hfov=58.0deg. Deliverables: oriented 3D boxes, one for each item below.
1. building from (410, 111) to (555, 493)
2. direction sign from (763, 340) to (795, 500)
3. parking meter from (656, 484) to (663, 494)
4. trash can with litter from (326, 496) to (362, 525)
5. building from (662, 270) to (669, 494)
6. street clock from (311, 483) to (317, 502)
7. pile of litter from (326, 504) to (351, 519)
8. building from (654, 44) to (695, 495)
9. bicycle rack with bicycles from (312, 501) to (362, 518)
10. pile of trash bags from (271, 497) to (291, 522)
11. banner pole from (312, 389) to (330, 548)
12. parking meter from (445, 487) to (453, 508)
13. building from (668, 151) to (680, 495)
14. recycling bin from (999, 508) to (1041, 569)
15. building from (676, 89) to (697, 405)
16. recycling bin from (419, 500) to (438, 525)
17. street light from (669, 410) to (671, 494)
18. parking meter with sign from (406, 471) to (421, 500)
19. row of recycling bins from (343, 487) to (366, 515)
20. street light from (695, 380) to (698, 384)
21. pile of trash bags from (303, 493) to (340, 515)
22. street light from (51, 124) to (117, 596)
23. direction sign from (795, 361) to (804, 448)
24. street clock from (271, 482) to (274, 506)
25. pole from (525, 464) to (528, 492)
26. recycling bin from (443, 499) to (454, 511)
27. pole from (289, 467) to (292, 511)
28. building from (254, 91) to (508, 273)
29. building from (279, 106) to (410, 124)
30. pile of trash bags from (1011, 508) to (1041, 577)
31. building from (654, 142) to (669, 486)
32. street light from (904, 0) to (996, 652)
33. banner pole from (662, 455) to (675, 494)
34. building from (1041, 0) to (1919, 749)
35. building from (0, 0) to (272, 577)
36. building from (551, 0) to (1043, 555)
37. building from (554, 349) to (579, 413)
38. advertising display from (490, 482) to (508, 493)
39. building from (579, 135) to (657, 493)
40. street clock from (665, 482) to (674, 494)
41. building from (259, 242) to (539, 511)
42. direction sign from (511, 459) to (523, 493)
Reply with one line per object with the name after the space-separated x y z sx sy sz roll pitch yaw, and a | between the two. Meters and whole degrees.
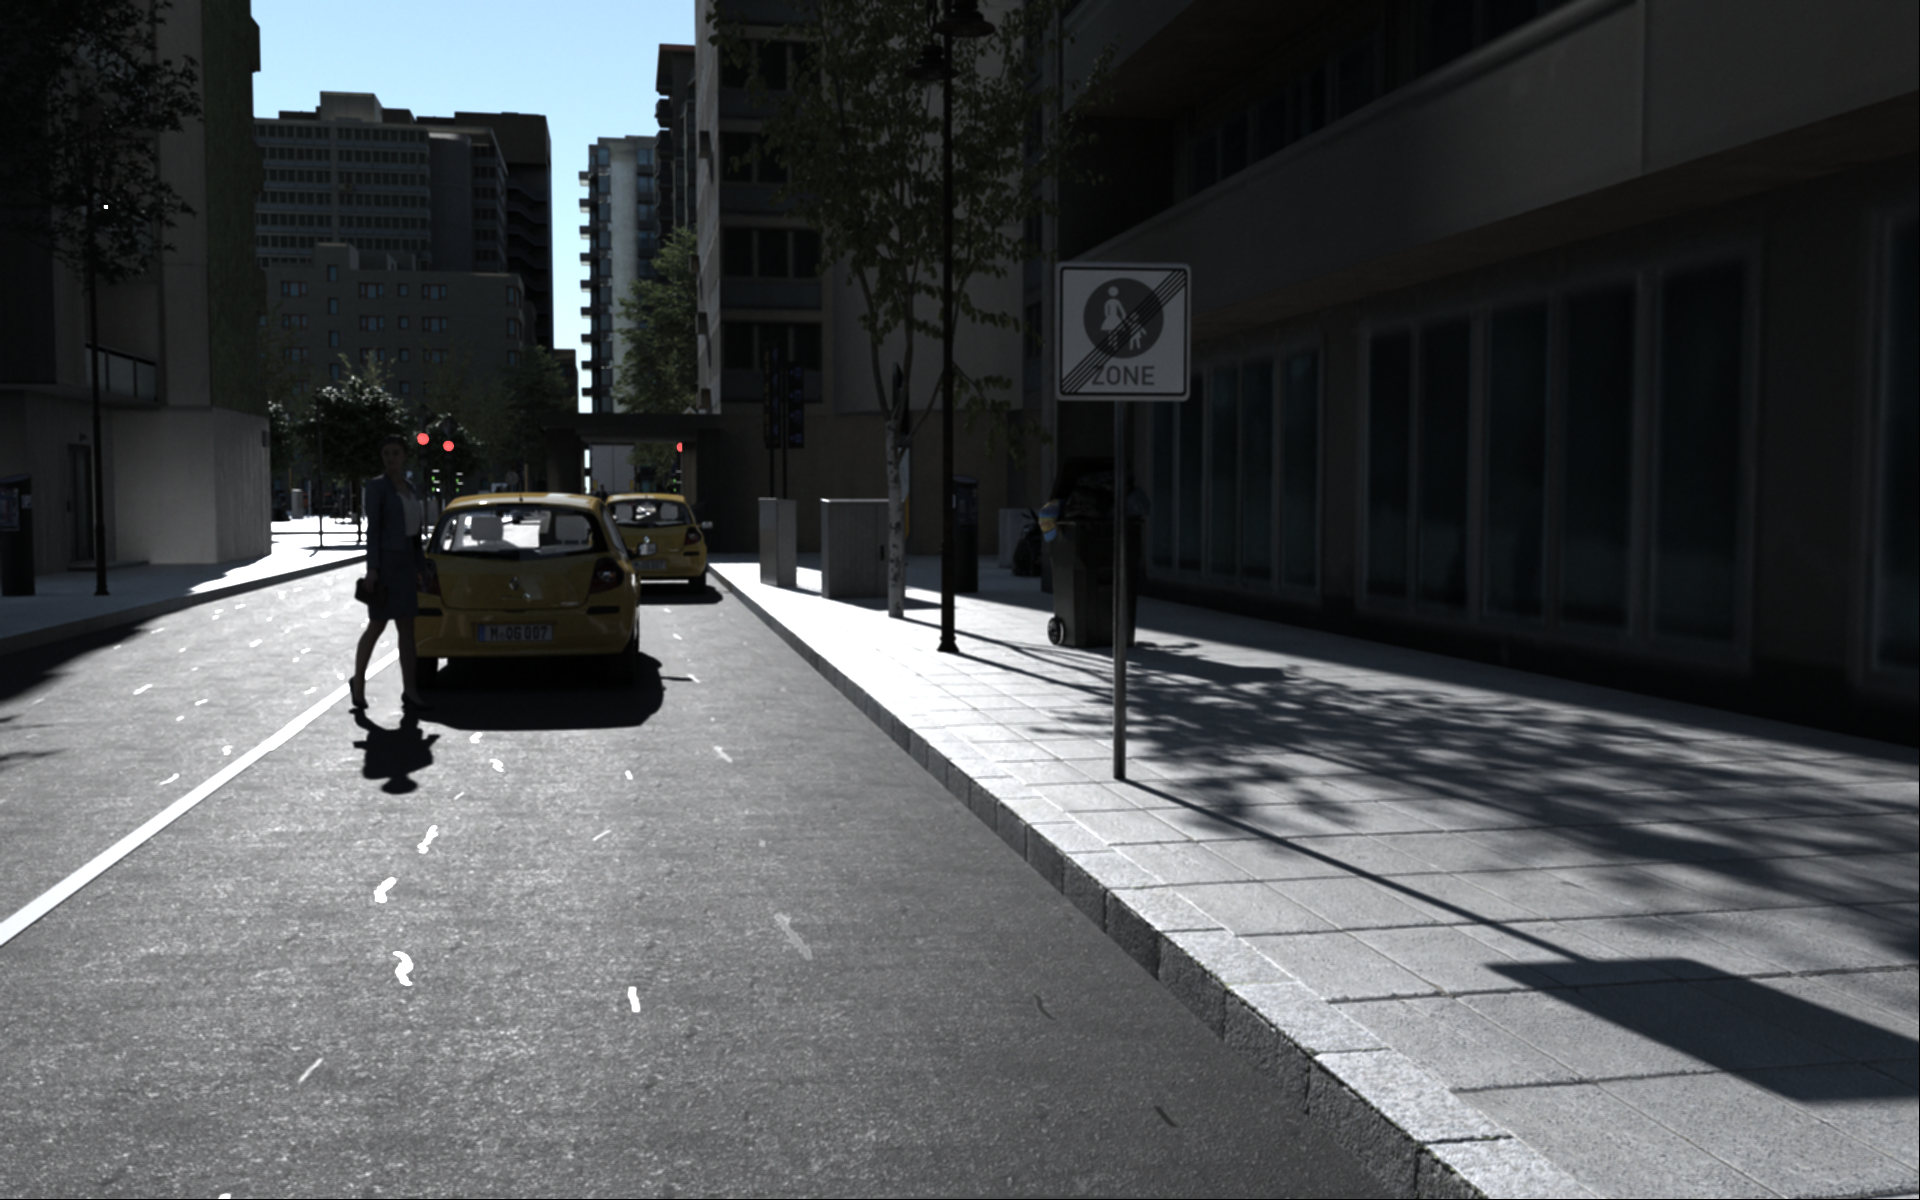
-54.389 -33.603 199.522 14.200 45.320 14.600 -1 4 -11 | building
-2.820 -2.078 25.971 0.379 3.537 0.876 -1 4 -20 | direction sign
-17.990 -5.990 103.639 0.255 1.863 0.399 3 5 40 | parking meter
-25.963 -3.766 72.624 1.678 1.210 2.233 -1 4 -20 | trash can with litter
-25.803 -25.651 191.101 14.160 30.474 14.107 -1 4 -11 | building
-43.315 -6.815 116.000 0.471 2.002 0.358 0 4 5 | street clock
-32.018 -4.652 90.027 1.719 0.858 1.176 -1 4 -17 | pile of litter
-18.518 -31.535 170.229 22.147 44.769 28.867 -1 4 -11 | building
-33.249 -4.875 93.087 2.852 0.926 2.925 2 4 32 | bicycle rack with bicycles
-32.663 -4.312 80.258 3.447 1.369 1.912 2 4 32 | pile of trash bags
-15.205 -3.129 41.179 0.401 3.779 0.863 -2 4 -25 | banner pole
-22.052 -4.222 74.733 0.255 1.863 0.399 0 4 3 | parking meter
-17.422 -23.055 148.653 14.160 30.474 14.107 -1 4 -11 | building
1.098 -1.072 30.075 0.722 1.027 0.722 -1 4 -12 | recycling bin
-13.257 -21.804 128.191 14.160 30.474 14.107 -1 4 -11 | building
-21.899 -3.575 71.013 0.722 1.027 0.722 2 4 31 | recycling bin
-15.943 -7.495 95.337 0.468 5.910 1.993 -1 4 -11 | street light
-41.468 -8.313 132.185 0.543 3.016 1.738 1 4 17 | parking meter with sign
-37.542 -6.240 109.140 1.069 1.692 3.534 1 4 16 | row of recycling bins
-8.151 -5.028 54.988 0.468 5.910 1.993 -1 4 -11 | street light
-39.877 -5.974 107.434 1.912 1.369 3.447 0 4 4 | pile of trash bags
-10.888 -2.997 21.797 0.468 5.910 1.993 -1 4 -11 | street light
-3.008 -2.308 29.726 0.876 3.537 0.379 3 4 37 | direction sign
-37.737 -5.510 94.653 0.471 2.002 0.358 0 4 -8 | street clock
-29.326 -7.544 117.193 0.158 3.312 0.155 0 3 0 | pole
-25.523 -4.542 86.821 0.722 1.027 0.722 -2 4 -23 | recycling bin
-50.343 -8.347 130.322 0.158 3.312 0.155 0 3 0 | pole
-58.208 -29.375 172.161 32.217 40.220 23.993 -1 4 -11 | building
-68.625 -33.435 196.779 14.200 45.320 14.600 -1 4 -11 | building
2.631 -1.068 27.207 3.447 1.369 1.912 -1 4 -21 | pile of trash bags
-28.954 -31.891 205.019 14.154 41.232 14.086 -1 4 -11 | building
-0.098 -2.519 13.967 0.468 5.910 1.993 -1 4 -11 | street light
-18.178 -7.252 108.582 0.863 3.779 0.401 2 4 31 | banner pole
13.526 -23.813 13.051 21.300 48.544 21.600 -1 4 -11 | building
-20.148 -21.027 27.391 14.154 41.232 14.086 -1 4 -11 | building
5.901 -21.535 43.975 32.217 40.220 23.993 -1 4 -11 | building
-65.451 -23.479 228.919 28.899 21.520 27.650 -1 4 -11 | building
-25.234 -5.483 94.863 0.974 1.923 0.123 -2 4 -27 | advertising display
-35.231 -37.480 232.412 30.456 49.044 23.786 -1 4 -11 | building
-17.050 -5.945 101.772 0.471 2.002 0.358 -2 4 -35 | street clock
-50.825 -18.485 147.274 27.650 21.520 28.899 -1 4 -11 | building
-29.063 -7.441 113.665 0.379 3.537 0.876 3 4 37 | direction sign
